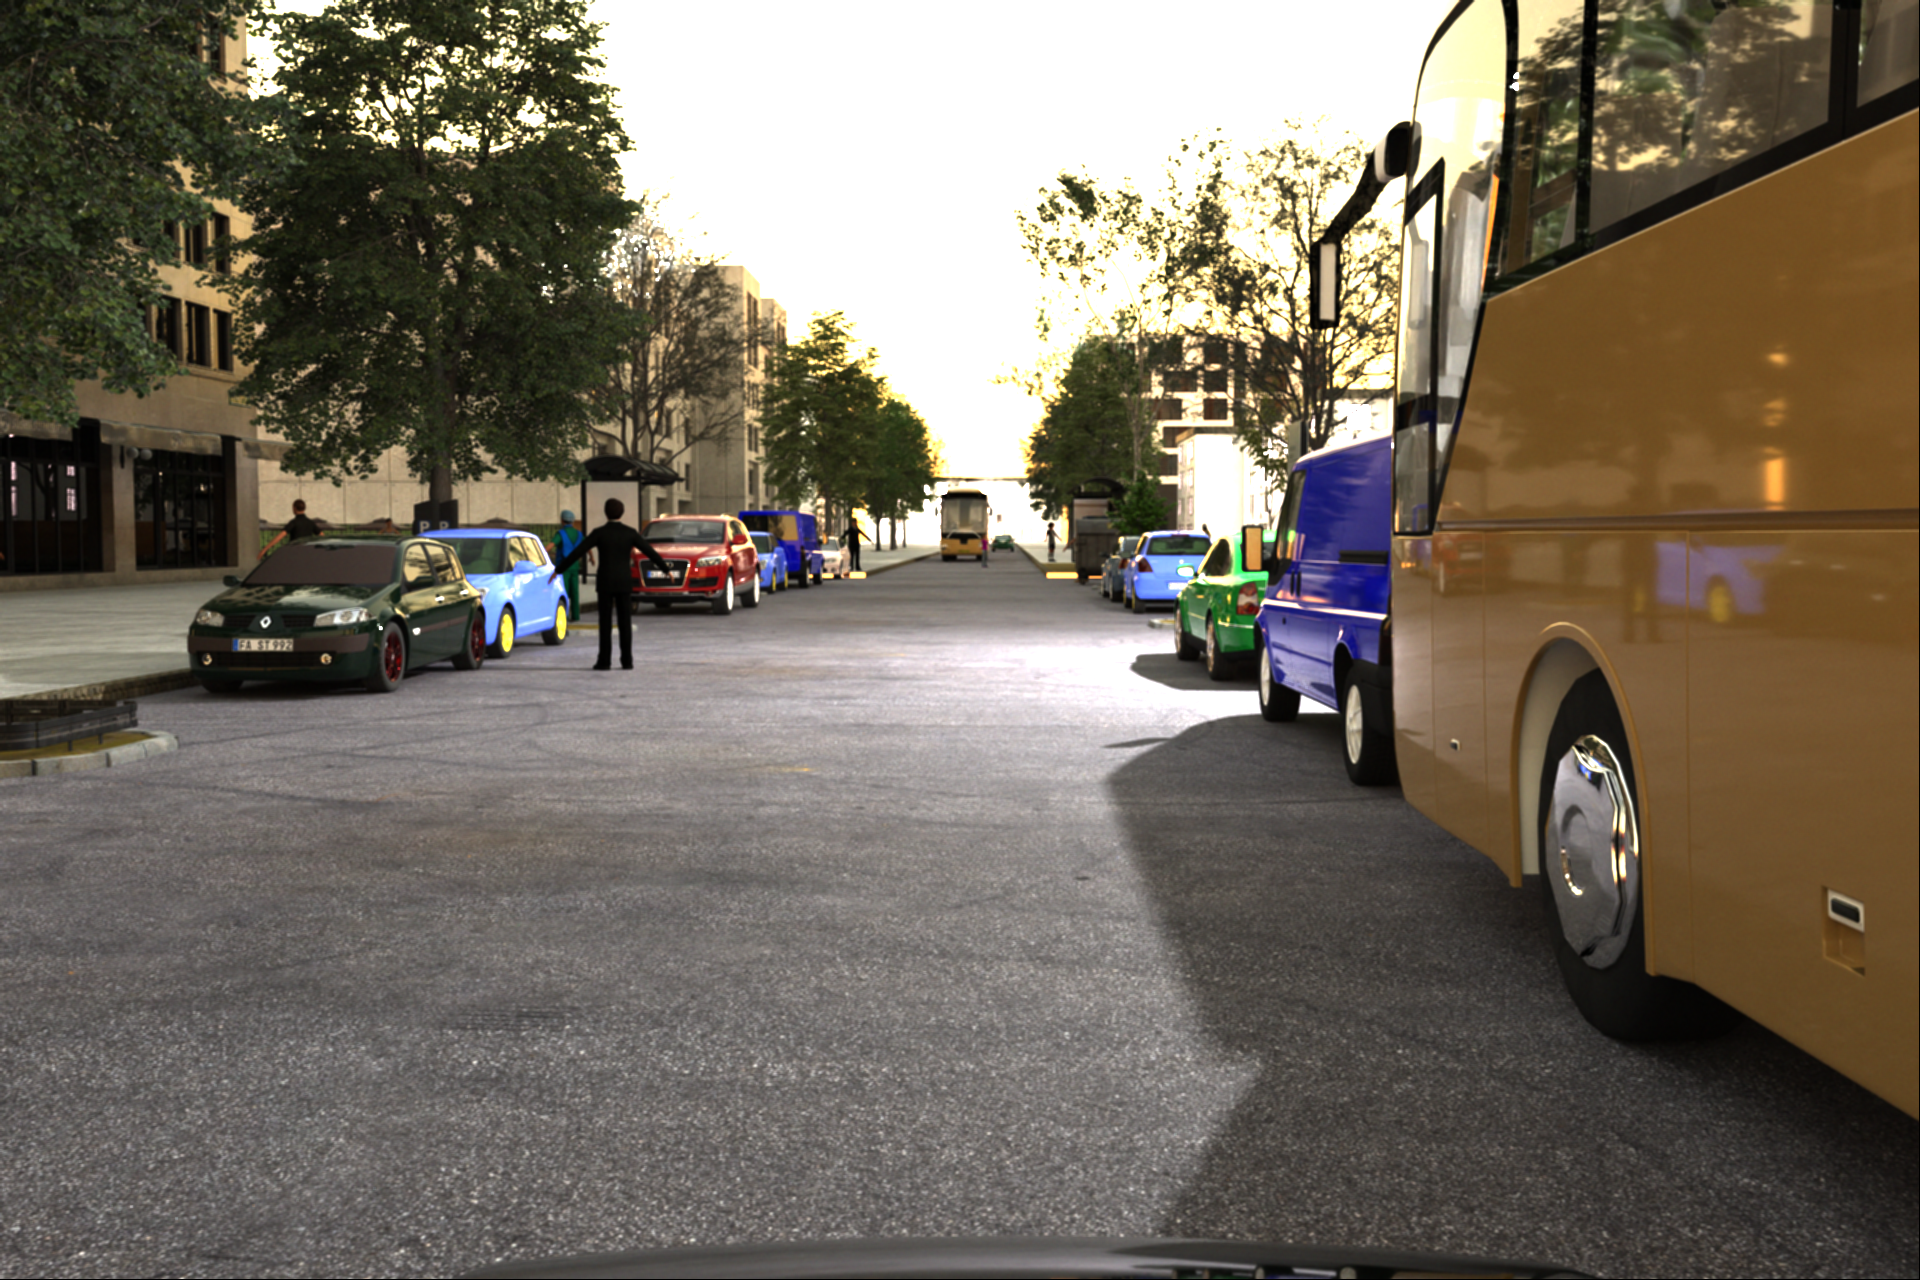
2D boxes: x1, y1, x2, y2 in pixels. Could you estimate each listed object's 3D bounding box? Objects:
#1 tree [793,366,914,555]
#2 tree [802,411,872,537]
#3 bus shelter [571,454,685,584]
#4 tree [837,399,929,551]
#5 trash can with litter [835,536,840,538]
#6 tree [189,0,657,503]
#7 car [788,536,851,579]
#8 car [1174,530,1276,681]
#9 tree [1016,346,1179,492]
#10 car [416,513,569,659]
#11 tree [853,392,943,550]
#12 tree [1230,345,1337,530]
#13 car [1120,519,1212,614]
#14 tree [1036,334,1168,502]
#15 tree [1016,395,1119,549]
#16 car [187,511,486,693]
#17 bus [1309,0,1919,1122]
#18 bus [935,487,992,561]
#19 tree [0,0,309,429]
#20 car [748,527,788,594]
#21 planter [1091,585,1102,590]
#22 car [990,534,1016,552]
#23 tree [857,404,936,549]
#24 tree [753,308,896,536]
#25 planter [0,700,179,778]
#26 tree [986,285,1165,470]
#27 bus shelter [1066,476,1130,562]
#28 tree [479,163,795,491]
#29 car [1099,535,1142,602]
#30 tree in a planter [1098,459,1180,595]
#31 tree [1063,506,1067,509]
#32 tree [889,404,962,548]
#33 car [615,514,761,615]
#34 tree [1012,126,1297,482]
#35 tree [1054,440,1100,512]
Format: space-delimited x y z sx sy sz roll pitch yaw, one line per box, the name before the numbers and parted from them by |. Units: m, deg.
tree | -6.678 -11.021 105.954 9.928 11.665 9.643 0 3 0
tree | -6.929 -8.943 96.582 4.737 8.622 4.395 0 3 0
bus shelter | -8.881 -3.231 46.743 2.014 3.302 5.546 0 4 1
tree | -6.037 -12.440 129.155 9.928 11.665 9.643 0 3 0
trash can with litter | -4.610 -3.411 66.820 1.678 1.210 2.233 0 4 2
tree | -10.863 -7.919 36.132 9.857 13.997 8.962 0 3 0
car | -4.621 -2.700 56.499 2.083 1.381 4.827 0 4 2
car | 3.339 -0.581 18.297 1.959 1.807 4.718 0 4 0
tree | 8.740 -12.335 112.041 12.009 13.543 11.850 0 3 0
car | -6.000 -0.701 21.054 1.945 1.707 3.694 0 4 2
tree | -5.150 -13.478 138.500 7.486 12.596 7.792 0 3 0
tree | 12.319 -7.166 67.525 4.737 8.622 4.395 0 3 0
car | 3.982 -1.397 32.433 1.945 1.707 3.694 0 4 2
tree | 8.025 -11.065 99.042 7.486 12.596 7.792 0 3 0
tree | 9.478 -14.883 149.995 9.857 13.997 8.962 0 3 0
car | -5.948 -0.435 16.900 2.009 1.686 4.222 0 4 1
bus | 2.988 -0.619 1.675 2.896 3.916 12.252 0 3 0
bus | 0.307 -6.261 93.916 2.896 3.916 12.252 0 4 1
tree | -12.058 -6.876 19.086 9.857 13.997 8.962 0 3 0
car | -5.252 -2.021 42.639 1.945 1.707 3.694 0 4 1
planter | 4.398 -1.438 44.646 1.991 0.319 1.994 0 4 2
car | 3.525 -7.962 141.981 2.131 1.459 4.920 0 4 2
tree | -5.711 -14.196 150.238 7.486 12.596 7.792 0 3 0
tree | -6.864 -10.331 87.047 7.486 12.596 7.792 0 3 0
planter | -6.208 0.616 11.071 1.991 0.319 1.994 0 4 1
tree | 8.576 -16.960 133.177 12.611 20.169 13.585 0 3 0
bus shelter | 4.995 -4.255 63.493 2.014 3.302 5.546 0 4 1
tree | -10.639 -8.956 56.804 12.009 13.543 11.850 0 3 0
car | 4.065 -1.578 37.801 2.014 1.417 4.499 0 4 1
tree in a planter | 4.302 -2.692 41.237 1.991 3.239 1.994 0 4 2
tree | 10.380 -12.810 159.808 4.737 8.622 4.395 0 3 0
tree | -5.289 -15.442 162.839 12.009 13.543 11.850 0 3 0
car | -5.010 -1.448 32.350 2.281 1.827 5.304 0 4 2
tree | 9.625 -13.687 79.678 12.611 20.169 13.585 0 3 0
tree | 8.808 -10.579 123.336 4.737 8.622 4.395 0 3 0
